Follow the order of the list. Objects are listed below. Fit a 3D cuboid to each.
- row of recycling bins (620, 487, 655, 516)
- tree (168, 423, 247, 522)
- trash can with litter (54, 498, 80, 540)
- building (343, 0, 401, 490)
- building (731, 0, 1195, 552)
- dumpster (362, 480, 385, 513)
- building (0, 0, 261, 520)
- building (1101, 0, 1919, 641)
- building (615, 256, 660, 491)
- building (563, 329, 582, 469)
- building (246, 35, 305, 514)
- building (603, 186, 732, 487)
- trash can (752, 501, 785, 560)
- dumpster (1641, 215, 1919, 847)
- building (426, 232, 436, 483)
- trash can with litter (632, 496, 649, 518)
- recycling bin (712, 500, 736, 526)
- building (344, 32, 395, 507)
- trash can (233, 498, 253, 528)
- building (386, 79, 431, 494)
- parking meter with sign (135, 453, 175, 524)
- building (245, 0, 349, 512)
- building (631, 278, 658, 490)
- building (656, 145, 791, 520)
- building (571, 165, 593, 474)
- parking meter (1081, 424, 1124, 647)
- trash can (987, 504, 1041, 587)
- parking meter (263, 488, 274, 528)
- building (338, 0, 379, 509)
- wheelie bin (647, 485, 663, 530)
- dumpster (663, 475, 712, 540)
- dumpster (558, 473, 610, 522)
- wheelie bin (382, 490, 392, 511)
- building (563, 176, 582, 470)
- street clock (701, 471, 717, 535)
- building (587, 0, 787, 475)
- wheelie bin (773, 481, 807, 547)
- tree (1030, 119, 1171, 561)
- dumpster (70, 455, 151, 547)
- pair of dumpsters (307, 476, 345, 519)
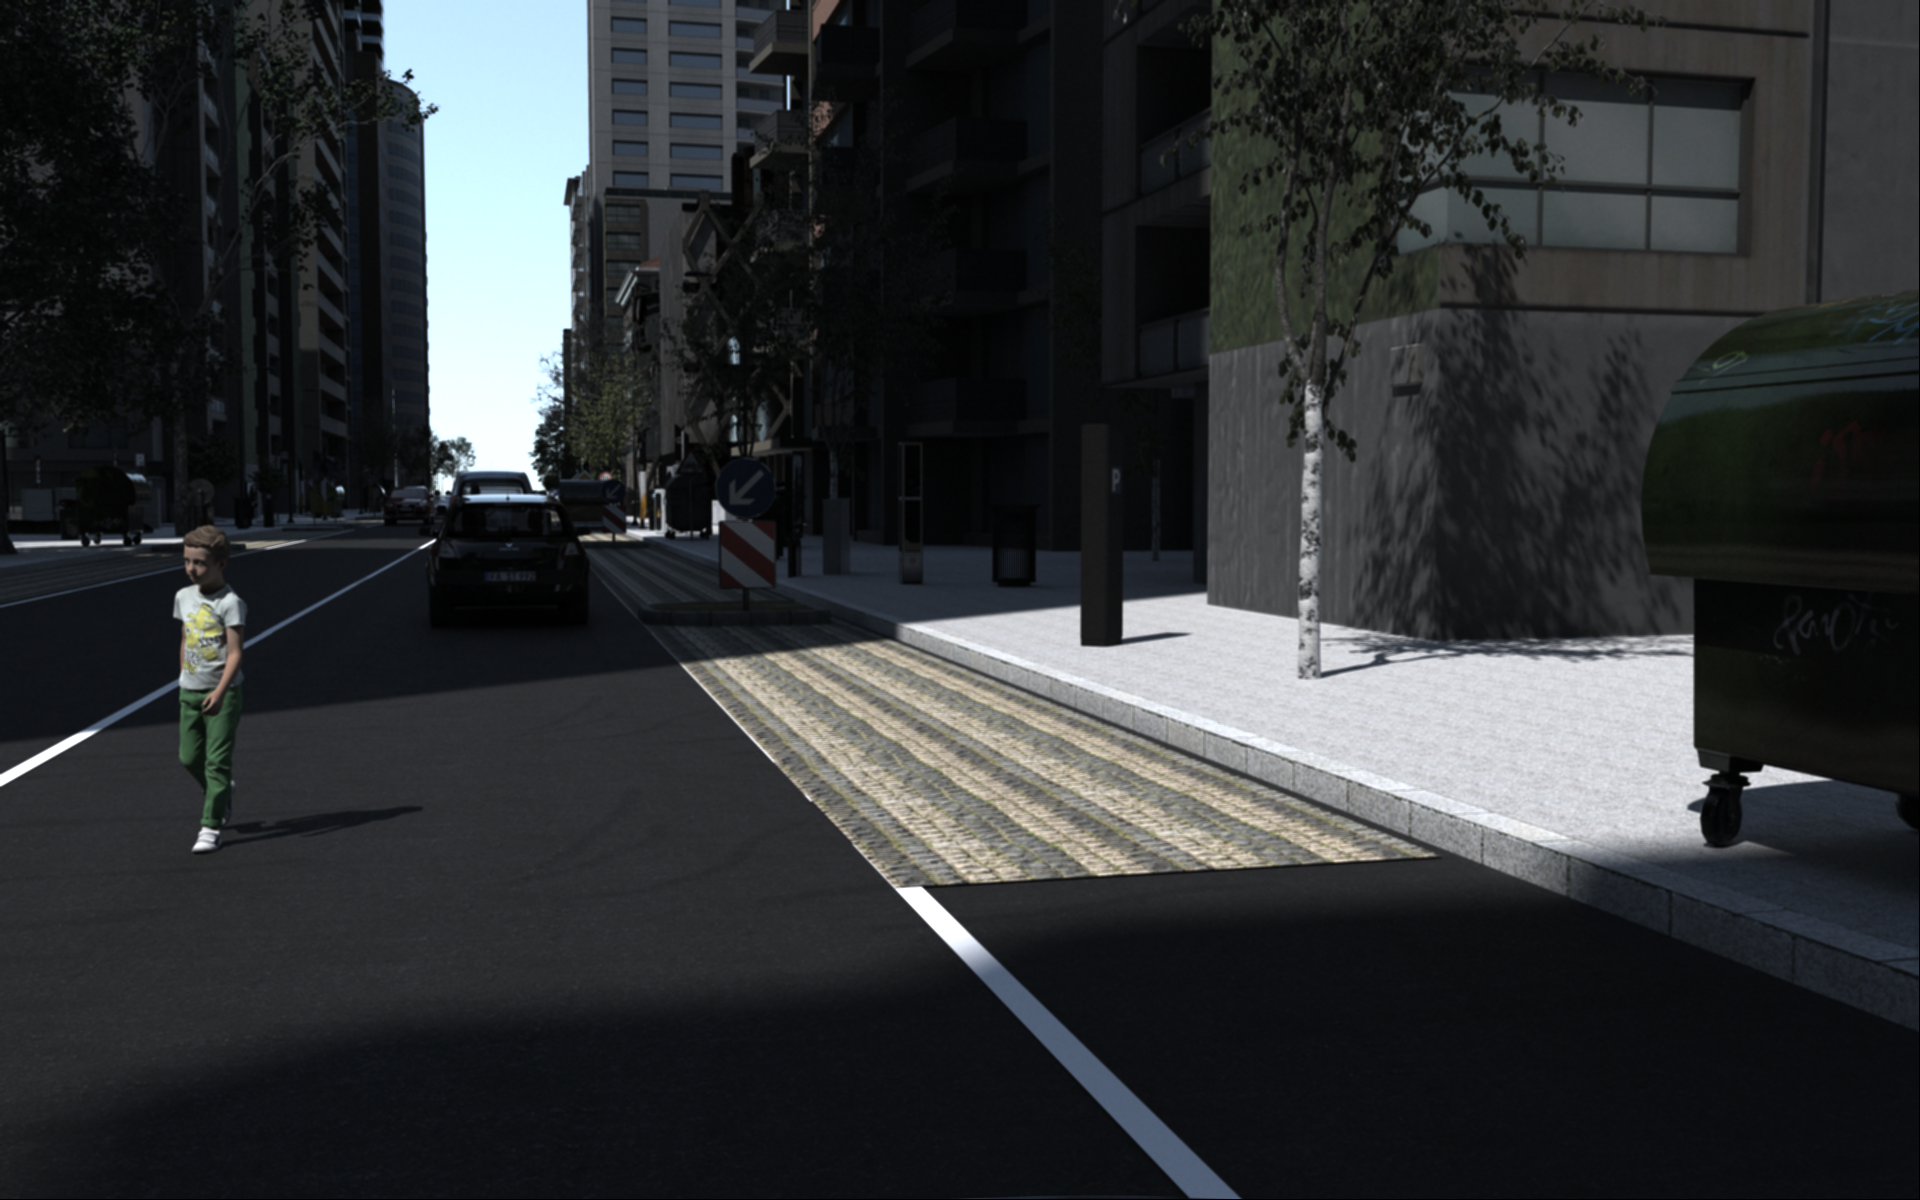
[{"bbox_3d":[-18.930,-5.731,100.814,3.534,1.692,1.069,-3,4,-37],"label":"row of recycling bins"},{"bbox_3d":[-35.065,-5.935,80.750,4.285,4.588,4.351,0,3,0],"label":"tree"},{"bbox_3d":[-25.132,-2.289,48.815,0.624,1.170,1.055,-1,4,-22],"label":"trash can with litter"},{"bbox_3d":[-73.772,-53.720,190.993,22.319,86.520,31.000,-1,4,-14],"label":"building"},{"bbox_3d":[5.378,-24.314,52.159,22.147,44.769,28.867,-1,4,-14],"label":"building"},{"bbox_3d":[-40.864,-7.220,120.542,1.502,2.255,1.985,-1,4,-14],"label":"dumpster"},{"bbox_3d":[-44.081,-24.665,86.872,14.154,41.232,14.086,-1,4,-14],"label":"building"},{"bbox_3d":[9.251,-20.710,22.206,14.154,41.232,14.086,-1,4,-14],"label":"building"},{"bbox_3d":[-21.816,-18.720,142.222,11.583,22.565,21.152,-1,4,-14],"label":"building"},{"bbox_3d":[-61.820,-32.400,301.437,14.160,30.474,14.107,-1,4,-14],"label":"building"},{"bbox_3d":[-49.669,-20.602,108.540,14.160,30.474,14.107,-1,4,-14],"label":"building"},{"bbox_3d":[-27.184,-24.171,166.890,14.160,30.474,14.107,-1,4,-14],"label":"building"},{"bbox_3d":[-3.772,-1.364,33.952,0.748,1.137,0.748,0,3,0],"label":"trash can"},{"bbox_3d":[3.452,-0.191,5.619,1.502,2.255,1.985,-1,4,-14],"label":"dumpster"},{"bbox_3d":[-94.536,-39.755,269.603,23.786,49.044,30.456,-1,4,-14],"label":"building"},{"bbox_3d":[-17.179,-5.025,93.551,0.624,1.170,1.055,1,4,19],"label":"trash can with litter"},{"bbox_3d":[-9.649,-3.566,70.866,0.722,1.027,0.722,2,4,35],"label":"recycling bin"},{"bbox_3d":[-64.073,-31.885,171.437,14.600,45.320,14.200,-1,4,-14],"label":"building"},{"bbox_3d":[-27.123,-3.295,65.528,0.748,1.137,0.748,0,3,0],"label":"trash can"},{"bbox_3d":[-85.735,-42.741,240.817,21.231,58.520,28.212,-1,4,-14],"label":"building"},{"bbox_3d":[-34.864,-4.828,75.194,0.543,3.016,1.738,1,4,21],"label":"parking meter with sign"},{"bbox_3d":[-59.368,-31.098,132.154,21.300,48.544,21.600,-1,4,-14],"label":"building"},{"bbox_3d":[-15.072,-15.722,124.501,16.820,18.784,16.811,-1,4,-14],"label":"building"},{"bbox_3d":[-6.727,-13.707,91.568,16.811,18.784,16.820,-1,4,-14],"label":"building"},{"bbox_3d":[-45.226,-38.790,253.817,23.786,49.044,30.456,-1,4,-14],"label":"building"},{"bbox_3d":[1.208,-0.550,14.697,0.255,1.863,0.399,2,4,27],"label":"parking meter"},{"bbox_3d":[0.752,-0.761,24.091,0.748,1.137,0.748,0,3,0],"label":"trash can"},{"bbox_3d":[-26.580,-3.558,66.577,0.372,1.533,0.369,0,3,0],"label":"parking meter"},{"bbox_3d":[-63.129,-43.713,152.961,20.563,71.187,20.611,-1,4,-14],"label":"building"},{"bbox_3d":[-10.740,-3.287,61.645,0.693,1.594,0.980,-2,4,-32],"label":"wheelie bin"},{"bbox_3d":[-7.740,-2.661,49.262,1.264,1.857,1.865,-1,4,-14],"label":"dumpster"},{"bbox_3d":[-14.672,-3.835,67.652,1.985,2.255,1.502,-1,4,-13],"label":"dumpster"},{"bbox_3d":[-43.366,-7.553,131.396,0.980,1.594,0.693,-2,4,-27],"label":"wheelie bin"},{"bbox_3d":[-49.315,-42.402,282.507,28.713,52.752,27.495,-1,4,-14],"label":"building"},{"bbox_3d":[-7.872,-3.040,54.271,0.471,2.002,0.358,0,4,2],"label":"street clock"},{"bbox_3d":[-29.349,-39.475,187.423,21.231,58.520,28.212,-1,4,-14],"label":"building"},{"bbox_3d":[-4.200,-2.087,42.030,0.980,1.594,0.693,0,4,1],"label":"wheelie bin"},{"bbox_3d":[3.516,-5.052,32.961,4.737,8.622,4.395,0,3,0],"label":"tree"},{"bbox_3d":[-21.157,-2.488,43.171,1.502,2.255,1.985,-1,4,-14],"label":"dumpster"},{"bbox_3d":[-33.389,-5.424,91.182,1.574,2.255,4.437,-1,4,-14],"label":"pair of dumpsters"}]
